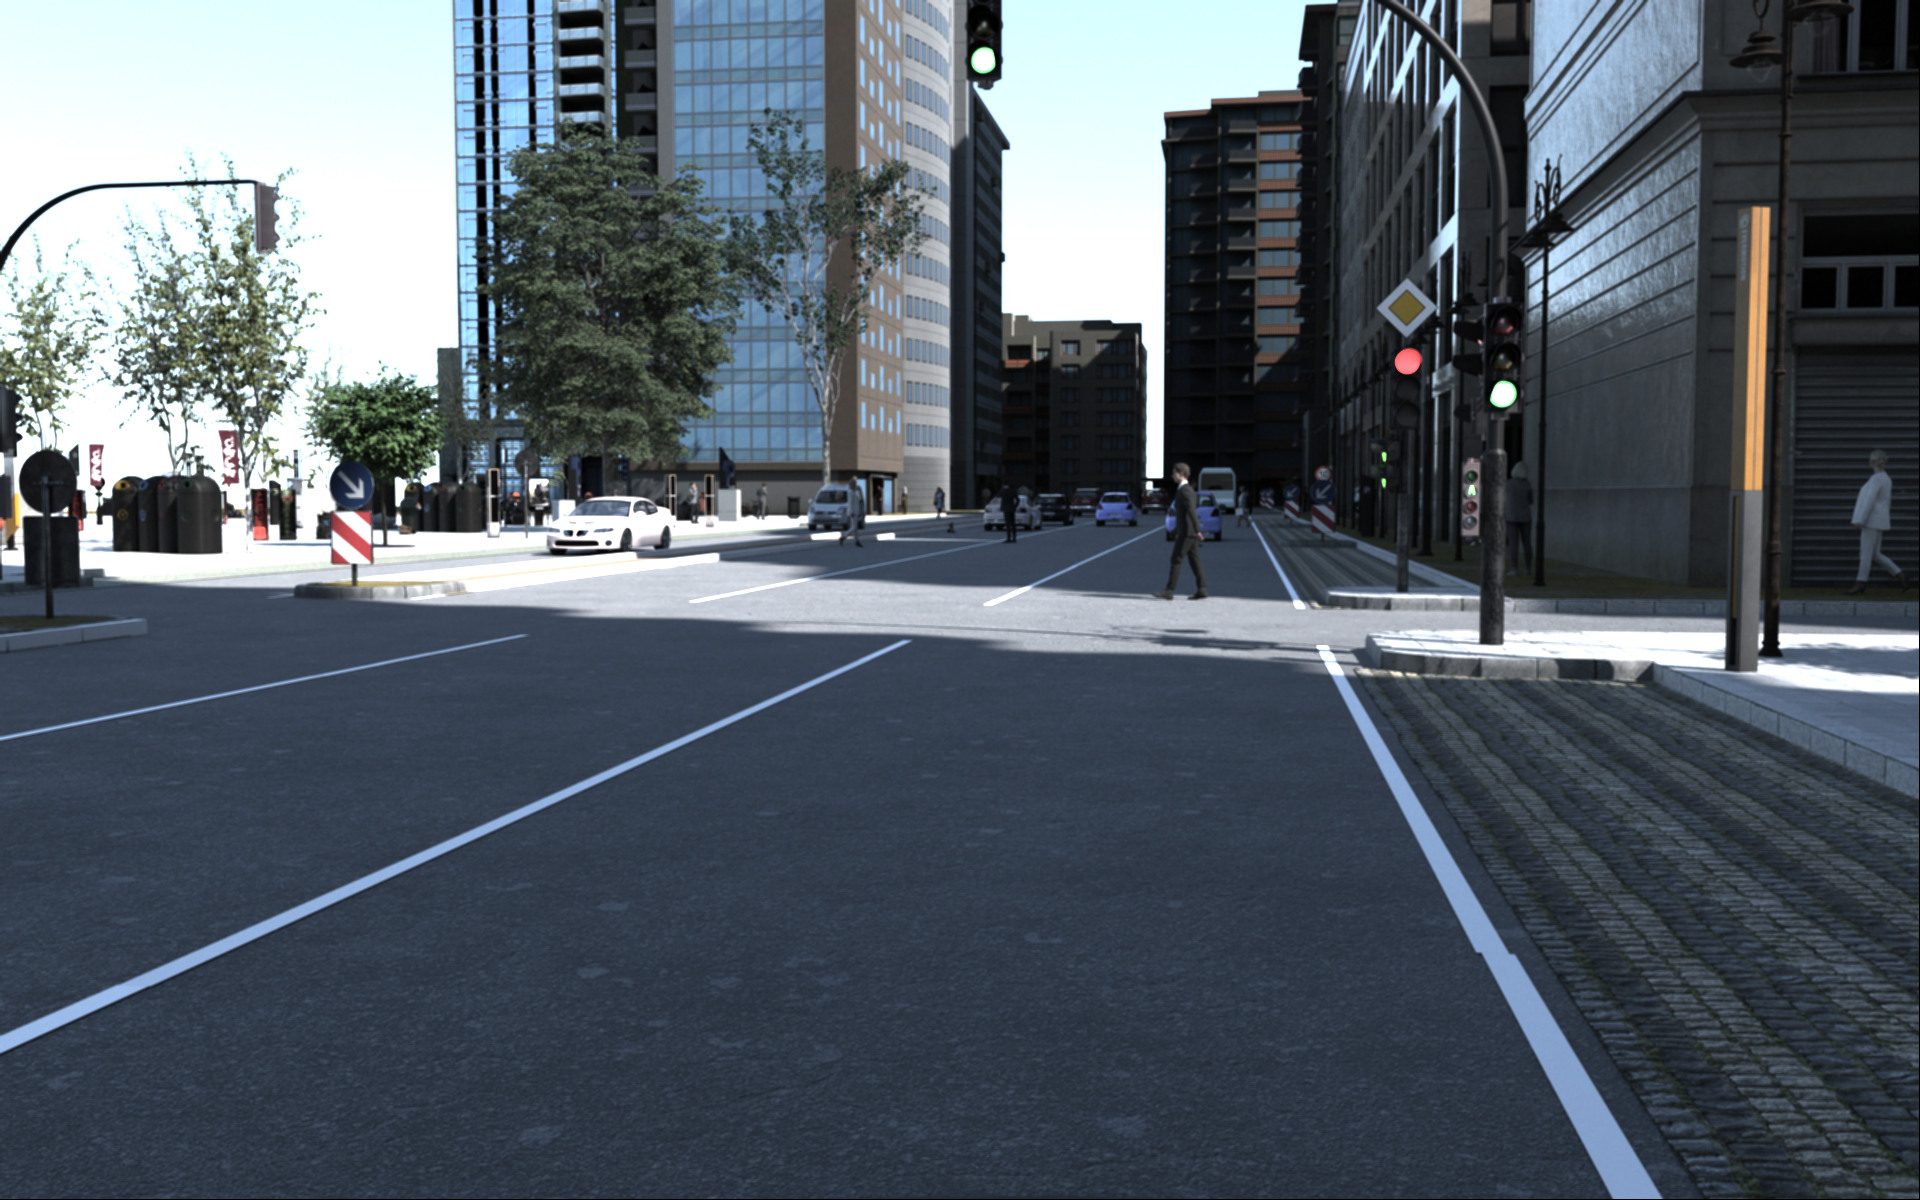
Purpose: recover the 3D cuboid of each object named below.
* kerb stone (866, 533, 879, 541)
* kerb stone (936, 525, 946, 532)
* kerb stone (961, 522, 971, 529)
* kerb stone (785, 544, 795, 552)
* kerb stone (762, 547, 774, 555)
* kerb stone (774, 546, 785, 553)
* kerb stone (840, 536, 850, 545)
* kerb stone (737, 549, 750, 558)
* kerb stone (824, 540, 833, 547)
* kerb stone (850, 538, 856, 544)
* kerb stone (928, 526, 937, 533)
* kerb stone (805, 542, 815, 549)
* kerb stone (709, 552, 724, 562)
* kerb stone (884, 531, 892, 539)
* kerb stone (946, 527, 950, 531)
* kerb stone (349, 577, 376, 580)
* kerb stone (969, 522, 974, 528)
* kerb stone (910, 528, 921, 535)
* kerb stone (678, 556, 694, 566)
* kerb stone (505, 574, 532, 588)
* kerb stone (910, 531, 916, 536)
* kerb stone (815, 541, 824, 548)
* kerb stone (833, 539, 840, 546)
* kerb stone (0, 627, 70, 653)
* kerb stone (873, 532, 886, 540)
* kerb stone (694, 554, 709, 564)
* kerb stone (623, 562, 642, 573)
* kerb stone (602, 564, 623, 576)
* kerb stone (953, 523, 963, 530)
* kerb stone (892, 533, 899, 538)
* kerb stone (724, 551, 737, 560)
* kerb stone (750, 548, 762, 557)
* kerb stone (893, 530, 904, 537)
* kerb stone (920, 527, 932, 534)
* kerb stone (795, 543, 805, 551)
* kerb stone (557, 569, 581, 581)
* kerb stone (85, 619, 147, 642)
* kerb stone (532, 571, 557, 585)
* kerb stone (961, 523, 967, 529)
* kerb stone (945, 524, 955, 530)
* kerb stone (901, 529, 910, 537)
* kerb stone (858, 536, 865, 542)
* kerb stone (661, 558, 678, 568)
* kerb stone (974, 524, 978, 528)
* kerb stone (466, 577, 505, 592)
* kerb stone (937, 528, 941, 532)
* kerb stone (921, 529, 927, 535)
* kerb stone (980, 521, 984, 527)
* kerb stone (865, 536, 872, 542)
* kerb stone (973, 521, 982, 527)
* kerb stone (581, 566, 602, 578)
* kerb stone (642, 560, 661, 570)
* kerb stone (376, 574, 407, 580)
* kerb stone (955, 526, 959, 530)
[{"bbox_3d":[-2.717,-1.895,53.178,0.120,0.150,1.000,1,4,9],"label":"kerb stone"},{"bbox_3d":[-0.772,-2.637,65.322,0.120,0.150,1.000,1,4,9],"label":"kerb stone"},{"bbox_3d":[0.197,-3.009,71.405,0.120,0.150,1.000,1,4,9],"label":"kerb stone"},{"bbox_3d":[-4.335,-1.271,43.030,0.120,0.150,1.000,1,4,9],"label":"kerb stone"},{"bbox_3d":[-4.663,-1.151,41.010,0.120,0.150,1.000,1,4,9],"label":"kerb stone"},{"bbox_3d":[-4.497,-1.213,42.020,0.120,0.150,1.000,1,4,9],"label":"kerb stone"},{"bbox_3d":[-3.362,-1.646,49.111,0.120,0.150,1.000,1,4,9],"label":"kerb stone"},{"bbox_3d":[-4.986,-1.026,38.977,0.120,0.150,1.000,1,4,9],"label":"kerb stone"},{"bbox_3d":[-3.683,-1.523,47.090,0.120,0.150,1.000,1,4,9],"label":"kerb stone"},{"bbox_3d":[-3.198,-1.706,50.122,0.120,0.150,1.000,1,4,9],"label":"kerb stone"},{"bbox_3d":[-1.086,-2.511,63.302,0.120,0.150,1.000,1,4,9],"label":"kerb stone"},{"bbox_3d":[-4.013,-1.398,45.056,0.120,0.150,1.000,1,4,9],"label":"kerb stone"},{"bbox_3d":[-5.302,-0.902,36.949,0.120,0.150,1.000,1,4,9],"label":"kerb stone"},{"bbox_3d":[-2.391,-2.019,55.205,0.120,0.150,1.000,1,4,9],"label":"kerb stone"},{"bbox_3d":[-0.615,-2.700,66.344,0.120,0.150,1.000,1,4,9],"label":"kerb stone"},{"bbox_3d":[-9.160,-0.234,26.134,0.120,0.150,1.000,1,4,9],"label":"kerb stone"},{"bbox_3d":[0.363,-3.072,72.416,0.120,0.150,1.000,1,4,9],"label":"kerb stone"},{"bbox_3d":[-1.585,-2.329,60.272,0.120,0.150,1.000,1,4,9],"label":"kerb stone"},{"bbox_3d":[-5.632,-0.776,34.924,0.120,0.150,1.000,1,4,9],"label":"kerb stone"},{"bbox_3d":[-6.924,-0.282,26.813,0.120,0.150,1.000,1,4,9],"label":"kerb stone"},{"bbox_3d":[-1.740,-2.260,59.253,0.120,0.150,1.000,1,4,9],"label":"kerb stone"},{"bbox_3d":[-3.849,-1.460,46.069,0.120,0.150,1.000,1,4,9],"label":"kerb stone"},{"bbox_3d":[-3.520,-1.584,48.099,0.120,0.150,1.000,1,4,9],"label":"kerb stone"},{"bbox_3d":[-8.616,0.368,16.237,0.120,0.150,1.000,1,4,9],"label":"kerb stone"},{"bbox_3d":[-2.556,-1.957,54.188,0.120,0.150,1.000,1,4,9],"label":"kerb stone"},{"bbox_3d":[-5.479,-0.837,35.935,0.120,0.150,1.000,1,4,9],"label":"kerb stone"},{"bbox_3d":[-6.117,-0.591,31.869,0.120,0.150,1.000,1,4,9],"label":"kerb stone"},{"bbox_3d":[-6.284,-0.530,30.861,0.120,0.150,1.000,1,4,9],"label":"kerb stone"},{"bbox_3d":[-0.128,-2.882,69.379,0.120,0.150,1.000,1,4,9],"label":"kerb stone"},{"bbox_3d":[-2.223,-2.081,56.221,0.120,0.150,1.000,1,4,9],"label":"kerb stone"},{"bbox_3d":[-5.148,-0.965,37.967,0.120,0.150,1.000,1,4,9],"label":"kerb stone"},{"bbox_3d":[-4.825,-1.089,39.997,0.120,0.150,1.000,1,4,9],"label":"kerb stone"},{"bbox_3d":[-2.073,-2.143,57.235,0.120,0.150,1.000,1,4,9],"label":"kerb stone"},{"bbox_3d":[-1.257,-2.452,62.293,0.120,0.150,1.000,1,4,9],"label":"kerb stone"},{"bbox_3d":[-4.176,-1.336,44.047,0.120,0.150,1.000,1,4,9],"label":"kerb stone"},{"bbox_3d":[-6.602,-0.406,28.833,0.120,0.150,1.000,1,4,9],"label":"kerb stone"},{"bbox_3d":[-8.460,0.303,17.249,0.120,0.150,1.000,1,4,9],"label":"kerb stone"},{"bbox_3d":[-6.761,-0.344,27.823,0.120,0.150,1.000,1,4,9],"label":"kerb stone"},{"bbox_3d":[0.036,-2.945,70.395,0.120,0.150,1.000,1,4,9],"label":"kerb stone"},{"bbox_3d":[-0.444,-2.759,67.358,0.120,0.150,1.000,1,4,9],"label":"kerb stone"},{"bbox_3d":[-1.908,-2.203,58.244,0.120,0.150,1.000,1,4,9],"label":"kerb stone"},{"bbox_3d":[-3.037,-1.770,51.142,0.120,0.150,1.000,1,4,9],"label":"kerb stone"},{"bbox_3d":[-5.784,-0.713,33.913,0.120,0.150,1.000,1,4,9],"label":"kerb stone"},{"bbox_3d":[0.533,-3.134,73.430,0.120,0.150,1.000,1,4,9],"label":"kerb stone"},{"bbox_3d":[-7.087,-0.221,25.804,0.120,0.150,1.000,1,4,9],"label":"kerb stone"},{"bbox_3d":[-0.942,-2.576,64.314,0.120,0.150,1.000,1,4,9],"label":"kerb stone"},{"bbox_3d":[-1.416,-2.391,61.281,0.120,0.150,1.000,1,4,9],"label":"kerb stone"},{"bbox_3d":[0.840,-3.258,75.468,0.120,0.150,1.000,1,4,9],"label":"kerb stone"},{"bbox_3d":[-2.876,-1.832,52.155,0.120,0.150,1.000,1,4,9],"label":"kerb stone"},{"bbox_3d":[0.693,-3.196,74.446,0.120,0.150,1.000,1,4,9],"label":"kerb stone"},{"bbox_3d":[-6.444,-0.467,29.845,0.120,0.150,1.000,1,4,9],"label":"kerb stone"},{"bbox_3d":[-5.956,-0.654,32.890,0.120,0.150,1.000,1,4,9],"label":"kerb stone"},{"bbox_3d":[-8.993,-0.301,27.142,0.120,0.150,1.000,1,4,9],"label":"kerb stone"},{"bbox_3d":[-0.286,-2.822,68.369,0.120,0.150,1.000,1,4,9],"label":"kerb stone"}]
